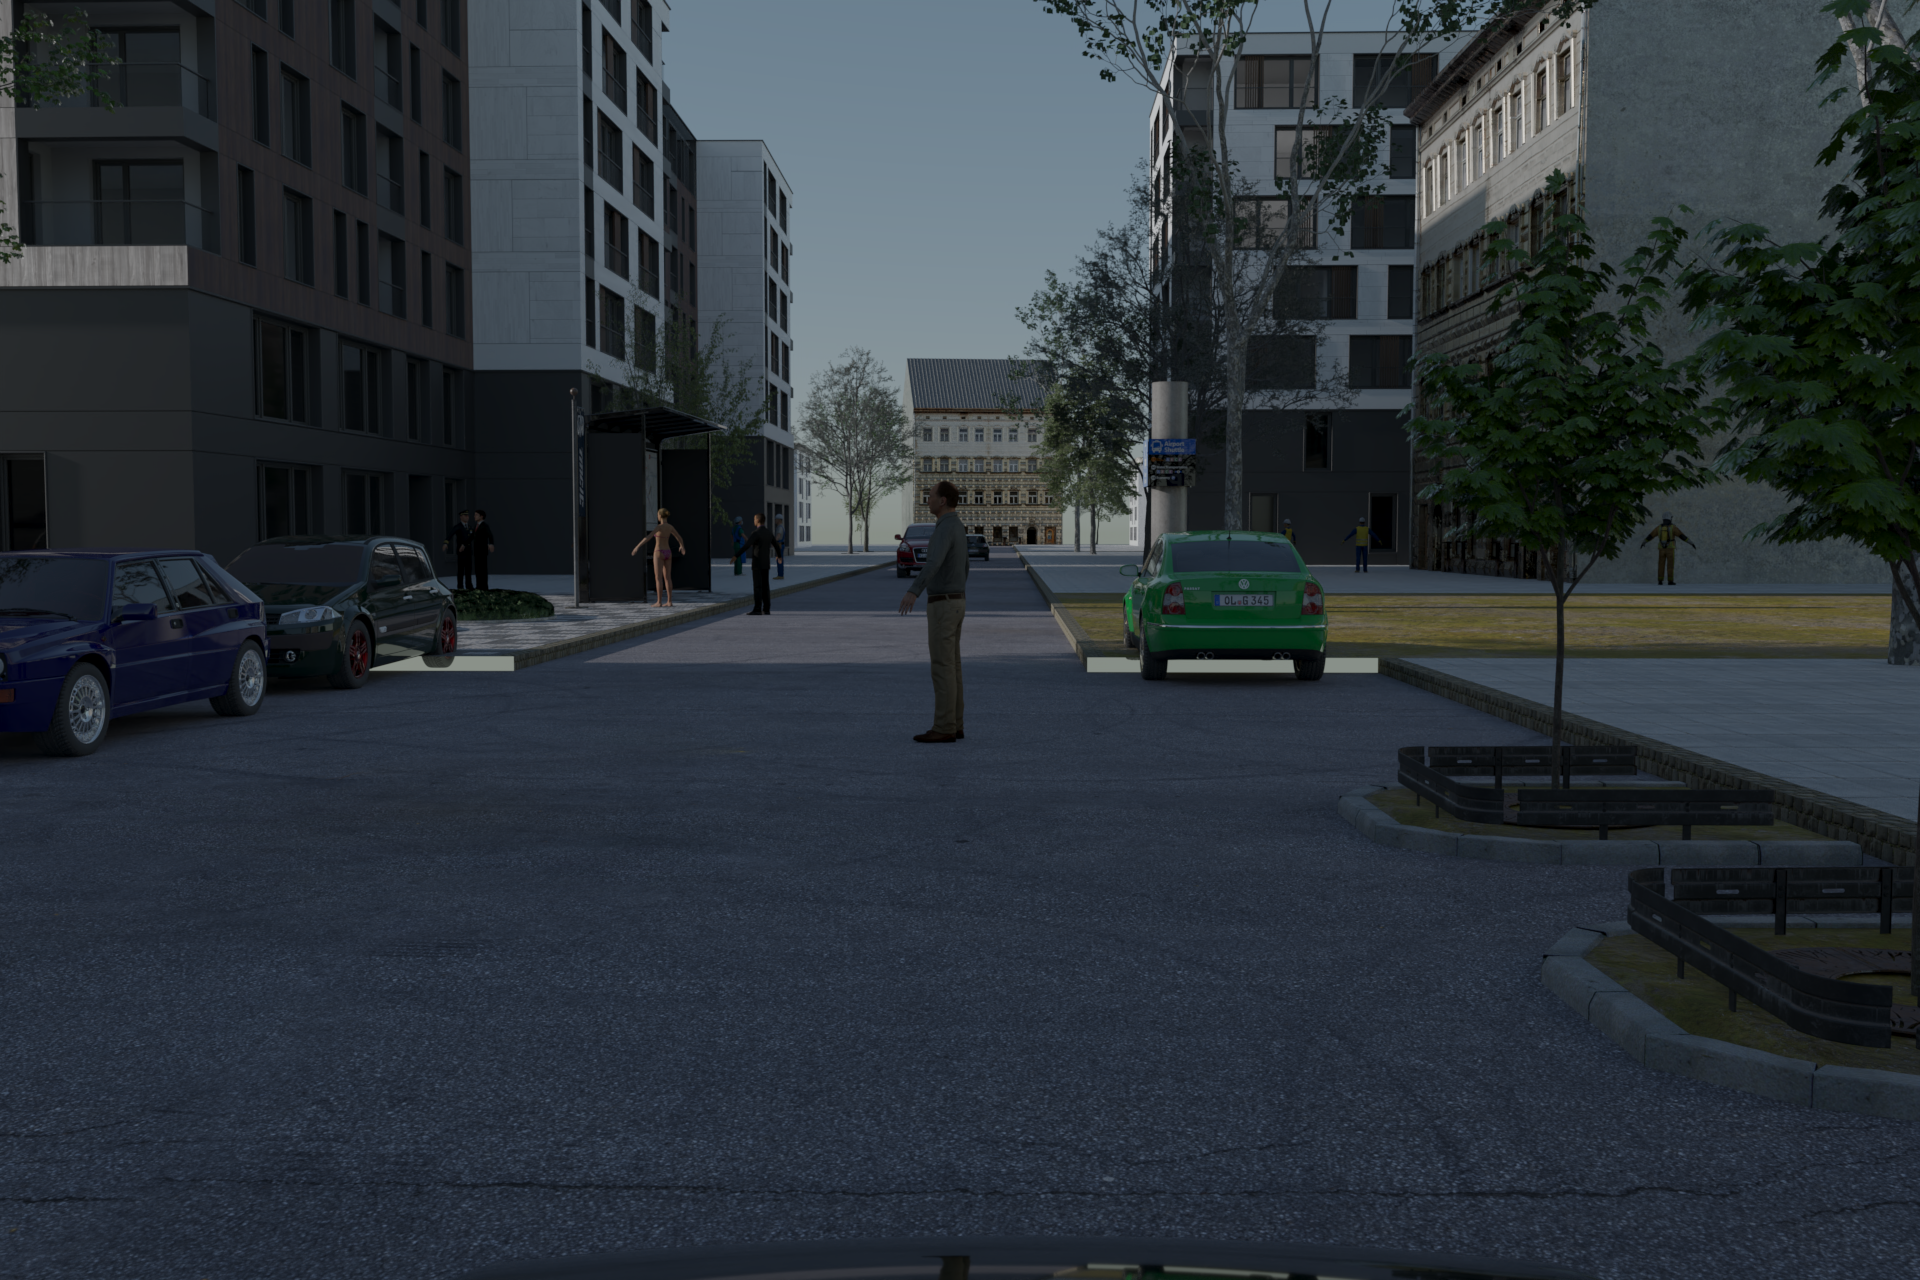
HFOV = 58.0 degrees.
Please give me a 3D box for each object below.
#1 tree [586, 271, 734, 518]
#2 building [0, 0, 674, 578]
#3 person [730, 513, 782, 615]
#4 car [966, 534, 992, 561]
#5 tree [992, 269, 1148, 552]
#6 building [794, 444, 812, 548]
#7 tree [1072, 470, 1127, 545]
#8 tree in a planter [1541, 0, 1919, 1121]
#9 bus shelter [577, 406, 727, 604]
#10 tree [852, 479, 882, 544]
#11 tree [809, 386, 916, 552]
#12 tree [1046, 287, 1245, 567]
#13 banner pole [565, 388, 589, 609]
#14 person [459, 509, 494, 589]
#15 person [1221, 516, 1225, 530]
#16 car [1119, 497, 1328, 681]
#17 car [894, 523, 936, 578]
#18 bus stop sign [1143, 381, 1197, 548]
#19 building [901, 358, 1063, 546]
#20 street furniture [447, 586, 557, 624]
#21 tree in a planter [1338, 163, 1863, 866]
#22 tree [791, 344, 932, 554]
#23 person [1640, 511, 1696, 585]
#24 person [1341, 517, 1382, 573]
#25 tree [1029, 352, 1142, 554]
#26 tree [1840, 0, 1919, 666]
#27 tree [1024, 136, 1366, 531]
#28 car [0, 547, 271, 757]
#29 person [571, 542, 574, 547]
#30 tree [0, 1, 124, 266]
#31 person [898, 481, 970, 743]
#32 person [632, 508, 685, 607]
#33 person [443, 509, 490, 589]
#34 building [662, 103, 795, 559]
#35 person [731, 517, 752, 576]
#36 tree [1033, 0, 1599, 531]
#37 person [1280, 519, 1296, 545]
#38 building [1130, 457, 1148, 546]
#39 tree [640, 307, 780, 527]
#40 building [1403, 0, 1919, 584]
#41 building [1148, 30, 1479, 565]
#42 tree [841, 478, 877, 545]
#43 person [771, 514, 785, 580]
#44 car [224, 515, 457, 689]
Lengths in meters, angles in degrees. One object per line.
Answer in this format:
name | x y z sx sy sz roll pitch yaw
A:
tree | -8.572 -6.027 48.898 4.360 8.622 3.978 0 3 0
building | -25.798 -12.730 52.111 27.936 21.610 32.646 0 4 2
person | -3.549 -1.344 30.661 0.704 1.802 1.346 2 4 34
car | 0.709 -5.087 92.955 2.009 1.686 4.222 0 4 0
tree | 8.329 -16.329 122.871 12.611 20.169 13.585 0 3 0
building | -19.228 -14.115 172.935 9.099 9.664 28.070 0 4 1
tree | 17.151 -17.005 212.441 7.601 10.594 8.767 1 4 11
tree in a planter | 2.842 -0.478 5.032 1.991 3.239 1.994 0 4 1
bus shelter | -6.140 -2.676 35.039 1.731 3.624 6.357 0 4 3
tree | -11.228 -16.279 216.519 4.360 8.622 3.978 0 3 0
tree | -6.763 -12.021 122.293 9.928 11.665 9.643 0 3 0
tree | 7.058 -8.073 66.413 8.767 10.594 7.601 1 4 21
banner pole | -6.600 -2.446 30.012 0.401 3.779 0.863 0 4 3
person | -10.305 -1.893 37.144 0.705 1.806 1.347 -3 5 -44
person | 7.744 -2.693 50.164 0.705 1.813 1.348 1 4 21
car | 2.708 -0.584 18.339 1.959 1.807 4.718 0 4 2
car | -1.030 -3.034 58.280 2.281 1.827 5.304 0 4 1
bus stop sign | 3.650 -2.520 30.213 0.837 3.901 0.837 0 4 1
building | 2.401 -23.393 215.868 18.063 23.208 19.493 0 4 -6
street furniture | -10.847 -0.527 24.240 10.072 0.657 5.734 -1 4 -11
tree in a planter | 2.925 -0.683 8.396 1.991 3.239 1.994 0 4 1
tree | -6.933 -12.293 111.361 12.009 13.543 11.850 0 3 0
person | 17.771 -2.310 43.530 1.354 1.858 0.705 3 4 39
person | 13.377 -3.162 57.666 1.349 1.833 0.705 0 4 6
tree | 8.002 -11.649 108.594 7.486 12.596 7.792 0 3 0
tree | 9.575 -9.910 17.922 12.611 20.169 13.585 0 3 0
tree | 7.116 -8.817 54.531 12.009 13.543 11.850 0 3 0
car | -6.460 0.012 12.377 1.945 1.354 3.894 0 4 1
person | -10.561 -2.610 48.902 0.704 1.802 1.346 1 4 15
tree | -12.323 -5.609 17.467 9.928 11.665 9.643 0 3 0
person | -0.128 -0.201 12.009 0.705 1.796 1.348 1 4 15
person | -5.306 -1.458 30.641 0.721 1.733 1.217 3 4 37
person | -11.222 -2.041 39.305 0.705 1.837 1.347 3 4 36
building | -24.173 -14.934 88.147 27.936 21.610 32.646 0 4 1
person | -6.764 -2.879 53.192 0.704 1.817 1.347 -2 4 -32
tree | 7.211 -11.099 37.357 12.611 20.169 13.585 0 3 0
person | 10.657 -3.084 56.881 1.216 1.772 0.721 -3 5 -42
building | 23.850 -15.087 188.814 9.099 9.664 28.070 0 4 2
tree | -8.354 -6.523 57.007 4.737 8.622 4.395 0 3 0
building | 25.346 -13.577 52.910 19.493 23.208 18.063 0 4 1
building | 23.255 -14.855 86.859 27.936 21.610 32.646 0 4 2
tree | -12.355 -15.993 211.851 4.737 8.622 4.395 0 3 0
person | -5.124 -2.634 48.929 0.705 1.847 1.347 0 4 3
car | -6.372 -0.457 17.253 2.009 1.686 4.222 0 4 2
